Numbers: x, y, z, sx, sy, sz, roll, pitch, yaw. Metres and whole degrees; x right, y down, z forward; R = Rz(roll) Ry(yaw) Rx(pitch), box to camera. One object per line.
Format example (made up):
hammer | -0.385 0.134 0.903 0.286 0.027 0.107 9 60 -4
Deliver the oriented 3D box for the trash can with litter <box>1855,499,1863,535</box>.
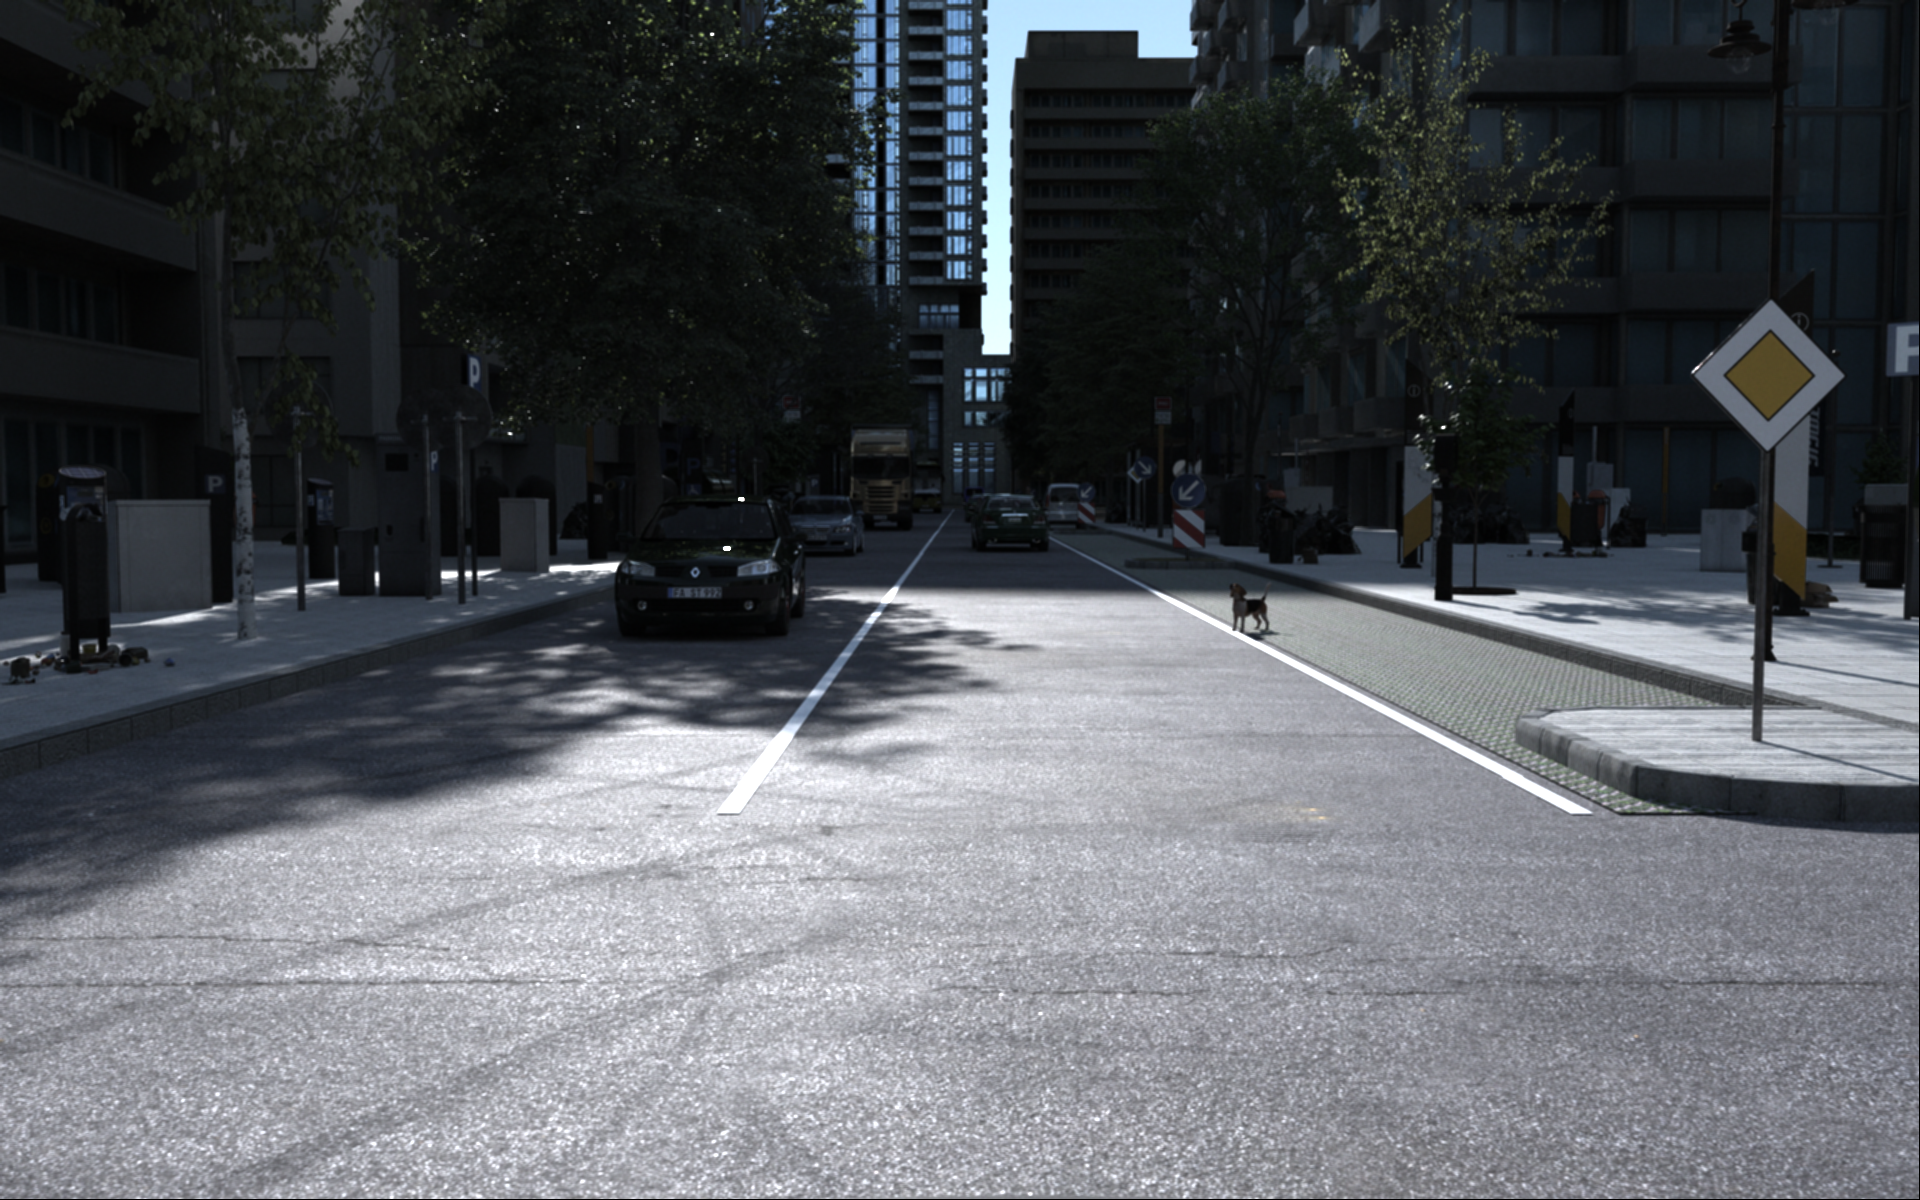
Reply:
trash can with litter | 24.521 -2.199 47.342 0.624 1.170 1.055 0 4 -5

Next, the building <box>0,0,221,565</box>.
building | -26.850 -24.611 26.097 21.300 48.544 21.600 0 4 0

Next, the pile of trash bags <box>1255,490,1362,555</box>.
pile of trash bags | 7.404 -1.731 38.060 1.912 1.369 3.447 -1 4 -10

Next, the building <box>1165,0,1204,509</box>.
building | 26.598 -50.287 134.870 22.319 86.520 31.000 0 4 0

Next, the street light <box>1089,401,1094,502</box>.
street light | 6.359 -6.783 83.695 0.468 5.910 1.993 0 4 0

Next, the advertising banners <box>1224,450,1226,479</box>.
advertising banners | 10.438 -4.409 68.280 0.090 3.025 2.074 1 4 10

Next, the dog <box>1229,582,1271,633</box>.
dog | 3.025 0.076 18.041 0.406 0.507 0.540 1 4 12

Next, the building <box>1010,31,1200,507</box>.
building | 16.101 -34.375 185.731 21.600 48.544 21.300 0 4 0

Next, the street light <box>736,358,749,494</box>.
street light | -5.702 -4.382 44.440 0.468 5.910 1.993 0 4 0

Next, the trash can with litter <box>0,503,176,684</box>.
trash can with litter | -6.675 -0.100 12.696 1.678 1.210 2.233 0 4 -4

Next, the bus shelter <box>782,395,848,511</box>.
bus shelter | -6.109 -5.838 73.083 2.179 5.291 8.768 0 4 0

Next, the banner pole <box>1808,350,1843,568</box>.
banner pole | 15.100 -2.468 30.374 0.401 3.779 0.863 -2 4 -30

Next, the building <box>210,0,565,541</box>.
building | -19.842 -22.538 52.094 14.154 41.232 14.086 0 4 0

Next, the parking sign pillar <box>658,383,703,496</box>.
parking sign pillar | -6.318 -3.192 40.656 1.447 3.967 1.447 -1 4 -14

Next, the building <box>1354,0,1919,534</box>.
building | 25.774 -27.432 68.115 23.786 49.044 30.456 0 4 0

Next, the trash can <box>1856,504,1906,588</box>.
trash can | 12.699 -0.741 23.768 0.748 1.137 0.748 0 3 0

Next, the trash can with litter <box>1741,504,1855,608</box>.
trash can with litter | 9.565 -0.522 19.926 0.624 1.170 1.055 -2 4 -35

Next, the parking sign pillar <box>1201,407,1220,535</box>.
parking sign pillar | 7.835 -4.026 54.298 1.447 3.967 1.447 0 4 2

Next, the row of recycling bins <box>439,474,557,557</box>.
row of recycling bins | -10.189 -1.766 35.989 3.534 1.692 1.069 -1 4 -12

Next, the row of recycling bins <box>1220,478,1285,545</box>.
row of recycling bins | 7.605 -2.328 45.180 1.069 1.692 3.534 2 4 27

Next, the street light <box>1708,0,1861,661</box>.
street light | 6.209 -2.472 13.203 0.468 5.910 1.993 0 4 0

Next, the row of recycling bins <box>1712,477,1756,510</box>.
row of recycling bins | 19.400 -2.217 43.358 1.069 1.692 3.534 1 4 21

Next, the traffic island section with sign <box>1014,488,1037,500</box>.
traffic island section with sign | 4.483 -6.297 111.576 1.989 1.847 2.006 0 4 0

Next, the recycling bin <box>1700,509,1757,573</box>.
recycling bin | 12.770 -0.990 28.736 0.722 1.027 0.722 3 5 43

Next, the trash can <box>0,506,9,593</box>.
trash can | -12.108 -0.591 21.320 0.748 1.137 0.748 0 3 0

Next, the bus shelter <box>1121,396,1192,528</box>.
bus shelter | 7.630 -5.581 68.876 2.179 5.291 8.768 0 4 0

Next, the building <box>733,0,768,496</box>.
building | -21.057 -28.699 119.335 14.600 45.320 14.200 0 4 0

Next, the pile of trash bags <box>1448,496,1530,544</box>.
pile of trash bags | 14.316 -2.154 44.972 3.447 1.369 1.912 1 4 12

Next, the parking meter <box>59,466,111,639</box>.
parking meter | -7.807 -0.431 15.451 0.372 1.533 0.369 0 3 0

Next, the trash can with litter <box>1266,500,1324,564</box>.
trash can with litter | 6.196 -1.263 32.037 1.055 1.170 0.624 1 4 9

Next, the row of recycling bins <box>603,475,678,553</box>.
row of recycling bins | -6.931 -1.867 37.632 1.069 1.692 3.534 -2 4 -26

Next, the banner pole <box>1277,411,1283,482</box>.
banner pole | 9.625 -3.807 52.256 0.401 3.779 0.863 1 4 16

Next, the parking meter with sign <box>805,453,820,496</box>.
parking meter with sign | -5.758 -4.348 67.355 0.543 3.016 1.738 -1 4 -19

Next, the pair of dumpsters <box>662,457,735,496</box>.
pair of dumpsters | -6.799 -2.562 44.377 1.574 2.255 4.437 0 4 0

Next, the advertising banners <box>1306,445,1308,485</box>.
advertising banners | 12.571 -4.070 62.732 0.090 3.025 2.074 1 4 12

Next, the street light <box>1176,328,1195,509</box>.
street light | 6.317 -4.610 48.163 0.468 5.910 1.993 0 4 0

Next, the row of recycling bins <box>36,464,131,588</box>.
row of recycling bins | -12.443 -1.073 24.657 1.069 1.692 3.534 -2 4 -33

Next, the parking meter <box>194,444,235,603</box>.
parking meter | -8.784 -0.900 20.431 0.399 1.863 0.255 -2 4 -33

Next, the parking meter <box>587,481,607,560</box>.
parking meter | -7.137 -1.569 34.069 0.372 1.533 0.369 0 3 0

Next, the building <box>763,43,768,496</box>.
building | -29.097 -29.719 140.527 28.867 44.769 22.147 0 4 0

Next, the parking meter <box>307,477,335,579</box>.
parking meter | -9.689 -1.092 26.264 0.372 1.533 0.369 0 3 0

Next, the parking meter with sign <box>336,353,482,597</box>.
parking meter with sign | -6.949 -1.562 21.805 1.738 3.016 0.543 0 4 2

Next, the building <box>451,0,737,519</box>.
building | -21.467 -25.786 105.197 14.154 41.232 14.086 0 4 0

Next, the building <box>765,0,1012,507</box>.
building | -10.201 -53.296 184.067 31.000 86.520 22.319 0 4 0

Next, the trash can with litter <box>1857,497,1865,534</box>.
trash can with litter | 22.654 -2.003 43.801 1.678 1.210 2.233 -2 4 -30

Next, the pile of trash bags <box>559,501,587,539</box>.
pile of trash bags | -10.208 -2.496 50.564 1.912 1.369 3.447 1 4 14

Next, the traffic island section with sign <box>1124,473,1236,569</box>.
traffic island section with sign | 4.235 -1.531 33.666 1.989 1.847 2.006 0 4 0

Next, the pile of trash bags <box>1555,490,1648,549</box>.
pile of trash bags | 15.550 -1.958 41.763 1.912 1.369 3.447 2 4 26

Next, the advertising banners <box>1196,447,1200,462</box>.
advertising banners | 8.886 -4.116 63.486 0.090 3.025 2.074 0 4 -4

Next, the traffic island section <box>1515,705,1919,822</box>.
traffic island section | 4.164 0.811 9.020 2.009 0.180 2.903 0 4 0

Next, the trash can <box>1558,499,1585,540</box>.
trash can | 17.203 -2.273 48.823 0.748 1.137 0.748 0 3 0

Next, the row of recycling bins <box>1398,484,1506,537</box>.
row of recycling bins | 14.703 -2.735 51.835 1.069 1.692 3.534 -3 5 -44

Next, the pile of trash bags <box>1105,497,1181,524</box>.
pile of trash bags | 8.065 -4.048 75.942 3.447 1.369 1.912 1 4 9

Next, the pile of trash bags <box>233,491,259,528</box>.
pile of trash bags | -18.097 -1.864 40.237 3.447 1.369 1.912 -3 4 -38

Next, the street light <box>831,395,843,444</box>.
street light | -5.643 -6.531 79.570 0.468 5.910 1.993 0 4 0

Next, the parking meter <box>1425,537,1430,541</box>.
parking meter | 12.621 -2.368 47.131 0.372 1.533 0.369 0 3 0

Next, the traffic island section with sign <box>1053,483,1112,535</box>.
traffic island section with sign | 4.333 -3.242 61.639 1.989 1.847 2.006 0 4 0

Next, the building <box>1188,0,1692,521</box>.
building | 26.054 -29.709 105.345 23.786 49.044 30.456 0 4 0

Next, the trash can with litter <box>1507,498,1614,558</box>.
trash can with litter | 12.358 -1.495 35.501 2.233 1.210 1.678 1 4 10

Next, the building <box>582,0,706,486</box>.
building | -21.488 -19.537 91.127 14.160 30.474 14.107 0 4 0
